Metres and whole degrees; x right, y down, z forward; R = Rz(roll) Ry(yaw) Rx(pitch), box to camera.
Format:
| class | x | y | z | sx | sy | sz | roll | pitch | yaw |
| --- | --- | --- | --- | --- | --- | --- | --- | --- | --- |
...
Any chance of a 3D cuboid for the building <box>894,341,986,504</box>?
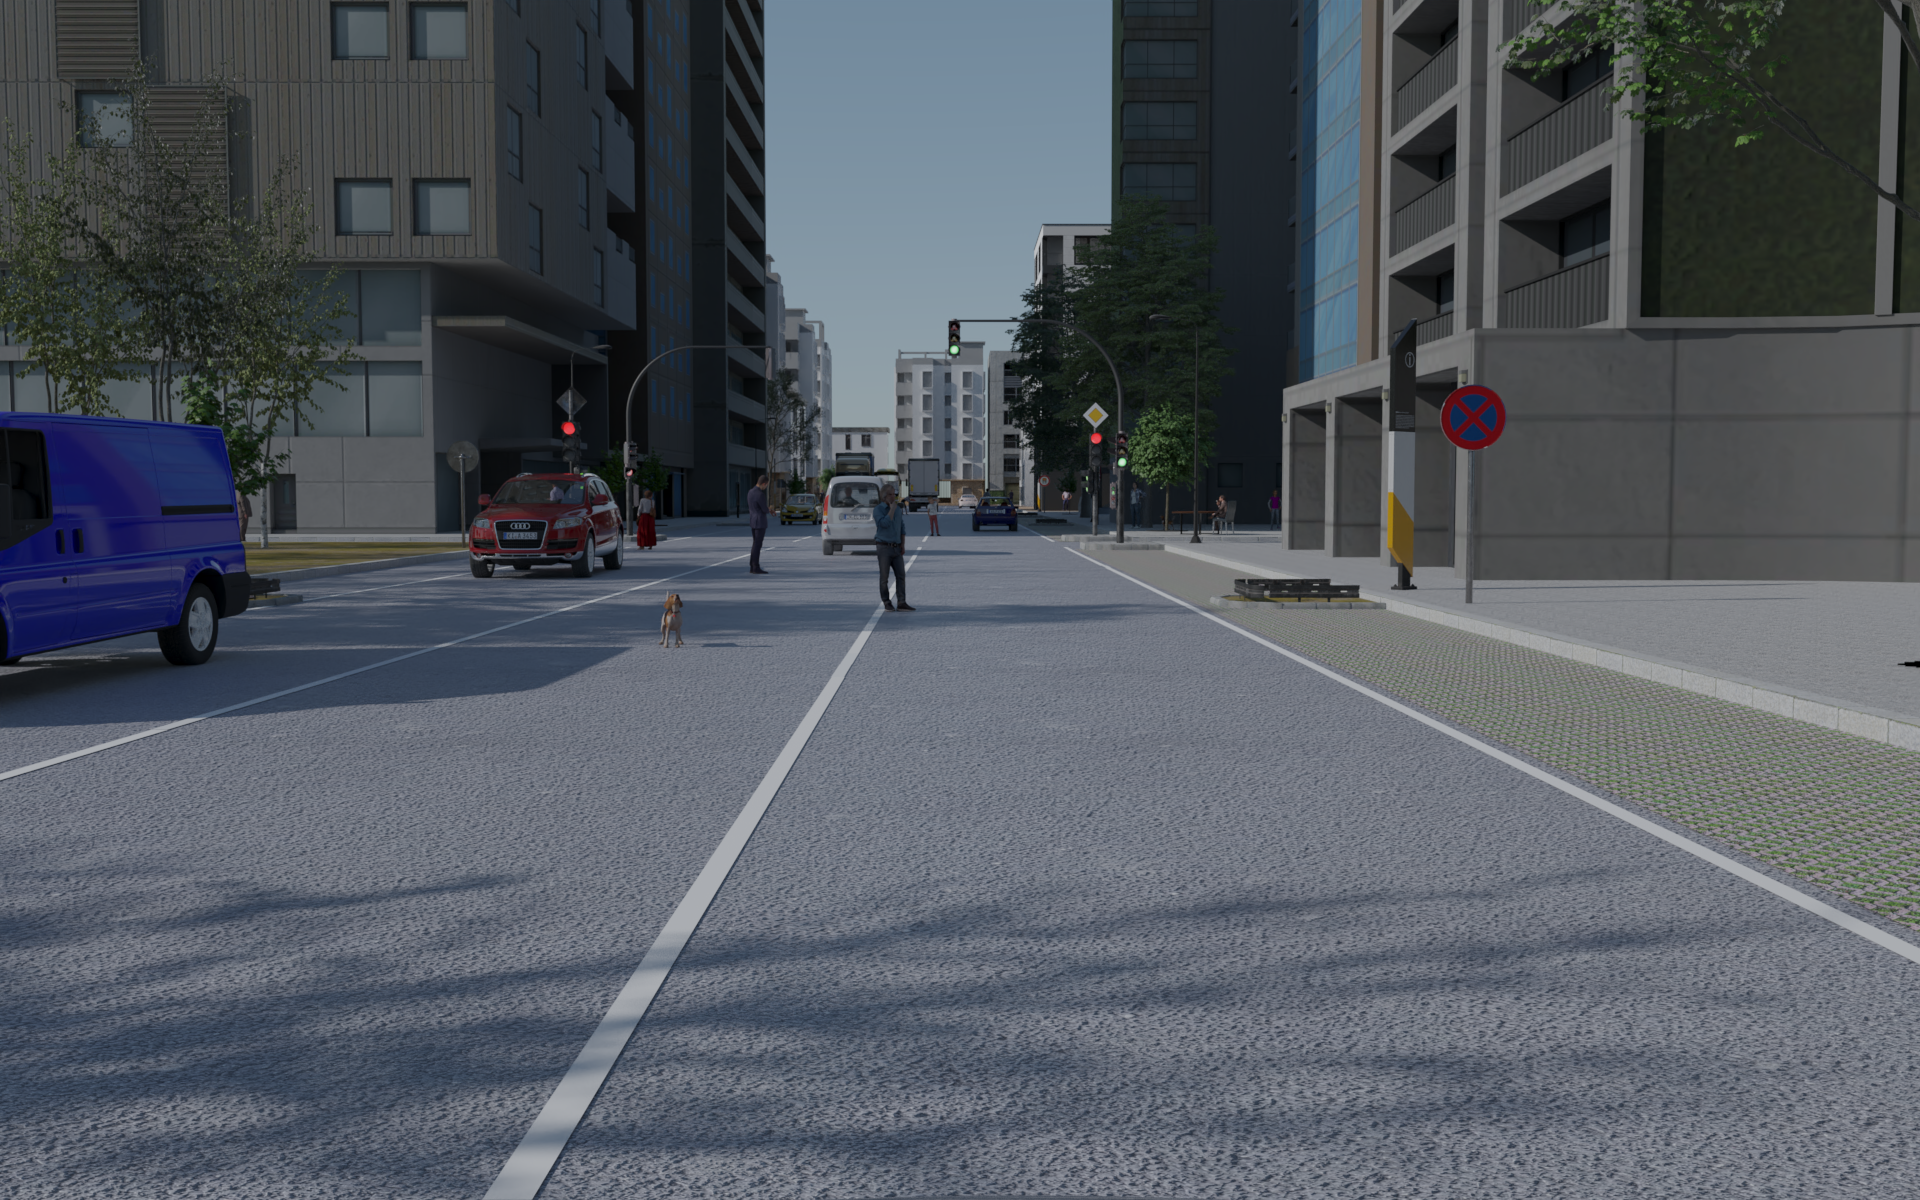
| class | x | y | z | sx | sy | sz | roll | pitch | yaw |
| --- | --- | --- | --- | --- | --- | --- | --- | --- | --- |
| building | -2.563 | -22.286 | 220.794 | 11.380 | 20.091 | 16.016 | 0 | 4 | 0 |

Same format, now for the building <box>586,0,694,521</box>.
| class | x | y | z | sx | sy | sz | roll | pitch | yaw |
| --- | --- | --- | --- | --- | --- | --- | --- | --- | --- |
| building | -21.531 | -26.725 | 87.063 | 14.600 | 45.320 | 14.200 | 0 | 4 | 0 |

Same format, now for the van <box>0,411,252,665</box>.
| class | x | y | z | sx | sy | sz | roll | pitch | yaw |
| --- | --- | --- | --- | --- | --- | --- | --- | --- | --- |
| van | -7.296 | -0.520 | 12.883 | 2.240 | 2.365 | 5.245 | 0 | 4 | 0 |

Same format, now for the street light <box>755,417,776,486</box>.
| class | x | y | z | sx | sy | sz | roll | pitch | yaw |
| --- | --- | --- | --- | --- | --- | --- | --- | --- | --- |
| street light | -11.813 | -8.096 | 104.904 | 1.470 | 5.913 | 1.316 | 0 | 4 | 0 |

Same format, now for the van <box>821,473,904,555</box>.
| class | x | y | z | sx | sy | sz | roll | pitch | yaw |
| --- | --- | --- | --- | --- | --- | --- | --- | --- | --- |
| van | -2.383 | -2.138 | 41.967 | 2.013 | 2.044 | 4.112 | 0 | 4 | 1 |

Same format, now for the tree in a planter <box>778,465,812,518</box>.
| class | x | y | z | sx | sy | sz | roll | pitch | yaw |
| --- | --- | --- | --- | --- | --- | --- | --- | --- | --- |
| tree in a planter | -10.017 | -6.635 | 105.709 | 1.991 | 3.239 | 1.994 | 0 | 4 | 0 |

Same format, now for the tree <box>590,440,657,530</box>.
| class | x | y | z | sx | sy | sz | roll | pitch | yaw |
| --- | --- | --- | --- | --- | --- | --- | --- | --- | --- |
| tree | -12.242 | -4.139 | 62.270 | 1.663 | 3.219 | 1.824 | 0 | 3 | 0 |

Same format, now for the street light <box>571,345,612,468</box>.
| class | x | y | z | sx | sy | sz | roll | pitch | yaw |
| --- | --- | --- | --- | --- | --- | --- | --- | --- | --- |
| street light | -11.553 | -4.992 | 54.158 | 1.470 | 5.913 | 1.316 | 0 | 4 | 0 |

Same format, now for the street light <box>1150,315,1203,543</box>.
| class | x | y | z | sx | sy | sz | roll | pitch | yaw |
| --- | --- | --- | --- | --- | --- | --- | --- | --- | --- |
| street light | 5.610 | -4.433 | 45.015 | 1.470 | 5.913 | 1.316 | 0 | 4 | 0 |

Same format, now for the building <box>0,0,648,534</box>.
| class | x | y | z | sx | sy | sz | roll | pitch | yaw |
| --- | --- | --- | --- | --- | --- | --- | --- | --- | --- |
| building | -27.908 | -29.160 | 66.006 | 28.713 | 52.752 | 27.495 | 0 | 4 | 0 |

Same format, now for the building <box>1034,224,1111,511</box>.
| class | x | y | z | sx | sy | sz | roll | pitch | yaw |
| --- | --- | --- | --- | --- | --- | --- | --- | --- | --- |
| building | 20.108 | -18.560 | 147.431 | 27.936 | 21.610 | 32.646 | 0 | 4 | 0 |

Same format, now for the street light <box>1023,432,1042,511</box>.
| class | x | y | z | sx | sy | sz | roll | pitch | yaw |
| --- | --- | --- | --- | --- | --- | --- | --- | --- | --- |
| street light | 5.359 | -9.515 | 128.112 | 1.470 | 5.913 | 1.316 | 0 | 4 | 0 |

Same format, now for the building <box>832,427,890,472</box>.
| class | x | y | z | sx | sy | sz | roll | pitch | yaw |
| --- | --- | --- | --- | --- | --- | --- | --- | --- | --- |
| building | -22.993 | -16.859 | 217.795 | 28.070 | 9.664 | 9.099 | 0 | 4 | 0 |

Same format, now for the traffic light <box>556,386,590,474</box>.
| class | x | y | z | sx | sy | sz | roll | pitch | yaw |
| --- | --- | --- | --- | --- | --- | --- | --- | --- | --- |
| traffic light | -10.098 | -3.439 | 45.143 | 0.839 | 4.253 | 0.868 | 0 | 4 | 0 |

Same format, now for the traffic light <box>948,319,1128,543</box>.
| class | x | y | z | sx | sy | sz | roll | pitch | yaw |
| --- | --- | --- | --- | --- | --- | --- | --- | --- | --- |
| traffic light | 2.072 | -4.305 | 45.058 | 4.771 | 5.953 | 1.251 | 0 | 4 | 0 |

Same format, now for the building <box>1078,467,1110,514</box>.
| class | x | y | z | sx | sy | sz | roll | pitch | yaw |
| --- | --- | --- | --- | --- | --- | --- | --- | --- | --- |
| building | 24.603 | -25.942 | 116.031 | 32.217 | 40.220 | 23.993 | 0 | 4 | 0 |

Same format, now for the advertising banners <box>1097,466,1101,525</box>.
| class | x | y | z | sx | sy | sz | roll | pitch | yaw |
| --- | --- | --- | --- | --- | --- | --- | --- | --- | --- |
| advertising banners | 5.755 | -4.669 | 72.527 | 0.090 | 3.025 | 2.074 | 0 | 4 | -2 |

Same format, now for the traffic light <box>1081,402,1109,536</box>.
| class | x | y | z | sx | sy | sz | roll | pitch | yaw |
| --- | --- | --- | --- | --- | --- | --- | --- | --- | --- |
| traffic light | 4.136 | -3.931 | 53.192 | 0.839 | 4.253 | 0.868 | 0 | 4 | 0 |

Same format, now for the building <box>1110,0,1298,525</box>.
| class | x | y | z | sx | sy | sz | roll | pitch | yaw |
| --- | --- | --- | --- | --- | --- | --- | --- | --- | --- |
| building | 13.773 | -24.170 | 78.768 | 14.154 | 41.232 | 14.086 | 0 | 4 | 0 |

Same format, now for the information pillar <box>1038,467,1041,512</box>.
| class | x | y | z | sx | sy | sz | roll | pitch | yaw |
| --- | --- | --- | --- | --- | --- | --- | --- | --- | --- |
| information pillar | 5.784 | -8.250 | 126.244 | 0.183 | 3.616 | 0.504 | -1 | 4 | -13 |

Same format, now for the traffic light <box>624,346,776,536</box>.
| class | x | y | z | sx | sy | sz | roll | pitch | yaw |
| --- | --- | --- | --- | --- | --- | --- | --- | --- | --- |
| traffic light | -8.033 | -4.801 | 53.170 | 4.771 | 5.953 | 1.251 | 0 | 4 | 0 |

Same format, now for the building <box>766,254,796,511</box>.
| class | x | y | z | sx | sy | sz | roll | pitch | yaw |
| --- | --- | --- | --- | --- | --- | --- | --- | --- | --- |
| building | -21.511 | -17.011 | 134.543 | 16.016 | 20.091 | 11.380 | 0 | 4 | 0 |

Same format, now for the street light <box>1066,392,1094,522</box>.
| class | x | y | z | sx | sy | sz | roll | pitch | yaw |
| --- | --- | --- | --- | --- | --- | --- | --- | --- | --- |
| street light | 5.523 | -6.490 | 78.644 | 1.470 | 5.913 | 1.316 | 0 | 4 | 0 |

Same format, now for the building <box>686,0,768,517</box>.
| class | x | y | z | sx | sy | sz | roll | pitch | yaw |
| --- | --- | --- | --- | --- | --- | --- | --- | --- | --- |
| building | -23.574 | -29.426 | 104.825 | 21.300 | 48.544 | 21.600 | 0 | 4 | 0 |

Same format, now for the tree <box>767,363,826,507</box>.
| class | x | y | z | sx | sy | sz | roll | pitch | yaw |
| --- | --- | --- | --- | --- | --- | --- | --- | --- | --- |
| tree | -13.290 | -11.489 | 122.260 | 7.601 | 10.594 | 8.767 | 1 | 4 | 15 |

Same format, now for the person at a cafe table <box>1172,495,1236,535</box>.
| class | x | y | z | sx | sy | sz | roll | pitch | yaw |
| --- | --- | --- | --- | --- | --- | --- | --- | --- | --- |
| person at a cafe table | 7.926 | -2.698 | 54.974 | 1.726 | 1.238 | 1.698 | 3 | 5 | 42 |

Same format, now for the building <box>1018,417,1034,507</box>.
| class | x | y | z | sx | sy | sz | roll | pitch | yaw |
| --- | --- | --- | --- | --- | --- | --- | --- | --- | --- |
| building | 11.065 | -14.429 | 178.068 | 9.099 | 9.664 | 28.070 | 0 | 4 | 0 |

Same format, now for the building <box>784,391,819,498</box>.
| class | x | y | z | sx | sy | sz | roll | pitch | yaw |
| --- | --- | --- | --- | --- | --- | --- | --- | --- | --- |
| building | -18.172 | -12.992 | 154.562 | 9.099 | 9.664 | 28.070 | 0 | 4 | 0 |

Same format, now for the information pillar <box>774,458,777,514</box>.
| class | x | y | z | sx | sy | sz | roll | pitch | yaw |
| --- | --- | --- | --- | --- | --- | --- | --- | --- | --- |
| information pillar | -12.151 | -7.483 | 113.695 | 0.183 | 3.616 | 0.504 | 0 | 4 | -6 |

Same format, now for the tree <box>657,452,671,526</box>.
| class | x | y | z | sx | sy | sz | roll | pitch | yaw |
| --- | --- | --- | --- | --- | --- | --- | --- | --- | --- |
| tree | -12.370 | -4.570 | 69.316 | 1.663 | 3.219 | 1.824 | 0 | 3 | 0 |

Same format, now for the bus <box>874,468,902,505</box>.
| class | x | y | z | sx | sy | sz | roll | pitch | yaw |
| --- | --- | --- | --- | --- | --- | --- | --- | --- | --- |
| bus | -7.110 | -10.847 | 168.898 | 2.896 | 3.916 | 12.252 | 0 | 4 | -2 |

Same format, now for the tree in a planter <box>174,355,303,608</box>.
| class | x | y | z | sx | sy | sz | roll | pitch | yaw |
| --- | --- | --- | --- | --- | --- | --- | --- | --- | --- |
| tree in a planter | -9.731 | -1.543 | 22.447 | 1.991 | 3.239 | 1.994 | 0 | 4 | 0 |

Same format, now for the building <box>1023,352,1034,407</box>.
| class | x | y | z | sx | sy | sz | roll | pitch | yaw |
| --- | --- | --- | --- | --- | --- | --- | --- | --- | --- |
| building | 15.242 | -20.896 | 198.067 | 16.016 | 20.091 | 11.380 | 0 | 4 | 0 |

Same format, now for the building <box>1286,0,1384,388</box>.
| class | x | y | z | sx | sy | sz | roll | pitch | yaw |
| --- | --- | --- | --- | --- | --- | --- | --- | --- | --- |
| building | 19.535 | -24.967 | 58.318 | 14.200 | 45.320 | 14.600 | 0 | 4 | 0 |

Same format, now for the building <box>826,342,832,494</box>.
| class | x | y | z | sx | sy | sz | roll | pitch | yaw |
| --- | --- | --- | --- | --- | --- | --- | --- | --- | --- |
| building | -20.362 | -20.707 | 194.971 | 11.380 | 20.091 | 16.016 | 0 | 4 | 0 |

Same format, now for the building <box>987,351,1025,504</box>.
| class | x | y | z | sx | sy | sz | roll | pitch | yaw |
| --- | --- | --- | --- | --- | --- | --- | --- | --- | --- |
| building | 19.415 | -21.744 | 221.968 | 31.486 | 18.905 | 16.747 | 0 | 4 | 0 |

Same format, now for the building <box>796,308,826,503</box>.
| class | x | y | z | sx | sy | sz | roll | pitch | yaw |
| --- | --- | --- | --- | --- | --- | --- | --- | --- | --- |
| building | -22.267 | -19.436 | 174.192 | 16.016 | 20.091 | 11.380 | 0 | 4 | 0 |

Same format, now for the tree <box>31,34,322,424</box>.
| class | x | y | z | sx | sy | sz | roll | pitch | yaw |
| --- | --- | --- | --- | --- | --- | --- | --- | --- | --- |
| tree | -12.938 | -4.803 | 28.900 | 4.360 | 8.622 | 3.978 | 0 | 3 | 0 |

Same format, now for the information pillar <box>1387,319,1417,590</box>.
| class | x | y | z | sx | sy | sz | roll | pitch | yaw |
| --- | --- | --- | --- | --- | --- | --- | --- | --- | --- |
| information pillar | 5.902 | -1.942 | 23.101 | 0.504 | 3.616 | 0.183 | -3 | 5 | -40 |

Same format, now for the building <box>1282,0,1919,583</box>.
| class | x | y | z | sx | sy | sz | roll | pitch | yaw |
| --- | --- | --- | --- | --- | --- | --- | --- | --- | --- |
| building | 17.766 | -36.078 | 28.131 | 20.563 | 71.187 | 20.611 | 0 | 4 | 0 |
